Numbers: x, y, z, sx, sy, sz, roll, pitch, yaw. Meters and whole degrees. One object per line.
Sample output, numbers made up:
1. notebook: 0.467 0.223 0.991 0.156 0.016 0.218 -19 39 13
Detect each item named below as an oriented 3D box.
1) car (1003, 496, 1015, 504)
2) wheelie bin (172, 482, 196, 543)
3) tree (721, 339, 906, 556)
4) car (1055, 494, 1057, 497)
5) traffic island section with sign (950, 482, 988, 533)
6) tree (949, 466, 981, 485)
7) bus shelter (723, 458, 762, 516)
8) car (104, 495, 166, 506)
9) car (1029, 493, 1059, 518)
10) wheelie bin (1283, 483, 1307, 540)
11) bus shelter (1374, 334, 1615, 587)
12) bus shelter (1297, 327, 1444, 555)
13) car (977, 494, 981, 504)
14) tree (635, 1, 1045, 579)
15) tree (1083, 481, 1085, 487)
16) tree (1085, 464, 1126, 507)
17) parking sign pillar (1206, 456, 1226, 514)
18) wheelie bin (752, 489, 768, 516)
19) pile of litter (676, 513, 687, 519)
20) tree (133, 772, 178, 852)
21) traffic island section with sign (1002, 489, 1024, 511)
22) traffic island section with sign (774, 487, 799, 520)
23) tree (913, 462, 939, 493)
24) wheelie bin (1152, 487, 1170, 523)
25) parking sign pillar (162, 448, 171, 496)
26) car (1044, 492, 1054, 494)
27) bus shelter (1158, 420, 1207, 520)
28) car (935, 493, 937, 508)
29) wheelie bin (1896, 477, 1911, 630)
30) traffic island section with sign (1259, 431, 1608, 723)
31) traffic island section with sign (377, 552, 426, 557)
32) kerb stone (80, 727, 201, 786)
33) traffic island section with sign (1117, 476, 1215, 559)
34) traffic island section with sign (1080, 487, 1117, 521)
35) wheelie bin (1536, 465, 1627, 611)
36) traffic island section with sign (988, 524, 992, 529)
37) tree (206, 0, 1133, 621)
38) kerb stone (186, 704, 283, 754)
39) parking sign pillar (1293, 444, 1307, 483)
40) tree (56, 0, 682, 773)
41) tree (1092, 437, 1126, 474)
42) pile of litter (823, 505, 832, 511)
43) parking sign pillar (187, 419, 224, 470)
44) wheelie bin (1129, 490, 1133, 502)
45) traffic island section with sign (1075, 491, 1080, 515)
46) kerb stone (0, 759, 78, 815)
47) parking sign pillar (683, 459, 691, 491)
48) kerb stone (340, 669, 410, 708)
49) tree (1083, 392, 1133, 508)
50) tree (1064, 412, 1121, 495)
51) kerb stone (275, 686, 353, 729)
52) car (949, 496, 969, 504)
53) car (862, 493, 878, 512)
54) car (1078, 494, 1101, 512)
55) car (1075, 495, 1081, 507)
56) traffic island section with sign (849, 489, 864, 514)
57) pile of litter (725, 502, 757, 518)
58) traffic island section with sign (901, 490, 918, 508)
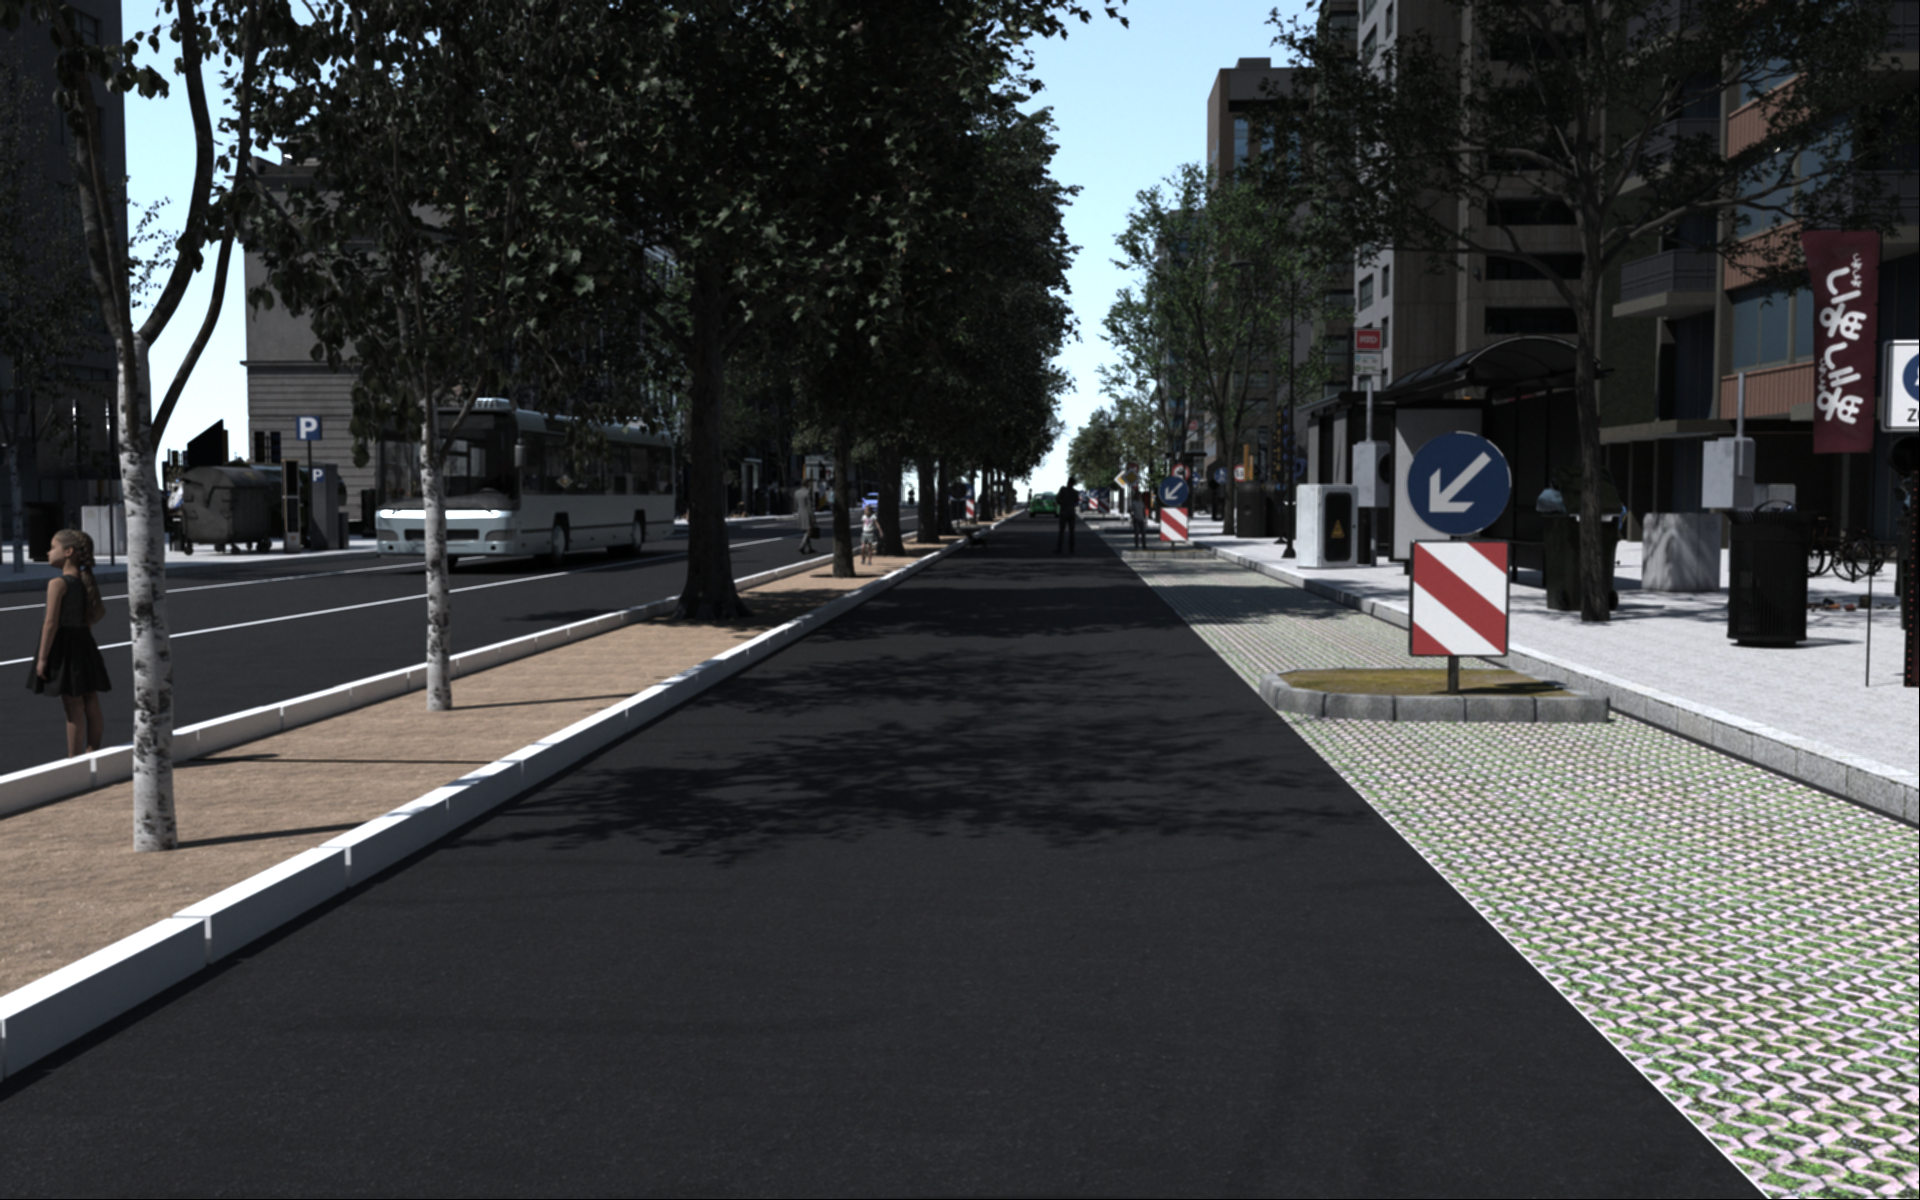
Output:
1. car: 7.217 -15.396 260.758 2.155 1.783 4.494 0 4 2
2. wheelie bin: -20.161 -2.281 45.209 0.980 1.594 0.693 2 4 23
3. tree: -1.614 -7.984 39.657 9.857 13.997 8.962 0 3 0
4. car: 6.862 -7.422 131.143 2.009 1.686 4.222 0 4 4
5. traffic island section with sign: -0.107 -3.442 64.417 2.006 1.907 1.989 0 4 3
6. tree: 0.073 -23.464 301.762 7.486 12.596 7.792 0 3 0
7. bus shelter: -13.370 -7.548 101.038 2.179 5.291 8.768 0 4 3
8. car: -34.000 -3.714 70.944 3.980 1.641 2.015 0 4 4
9. car: 5.204 -5.956 106.172 1.959 1.807 4.718 0 4 4
10. wheelie bin: 9.496 -2.489 48.603 0.693 1.594 0.980 -2 4 -29
11. bus shelter: 7.428 -1.887 24.774 2.014 3.302 5.546 0 4 3
12. bus shelter: 8.992 -3.780 39.436 2.179 5.291 8.768 0 4 3
13. car: 3.576 -15.351 260.767 2.009 1.686 4.222 0 4 5
14. tree: -2.094 -6.188 29.391 9.928 11.665 9.643 0 3 0
15. tree: 20.408 -16.941 260.697 4.285 4.588 4.351 0 3 0
16. tree: 15.861 -11.906 178.383 4.285 4.588 4.351 0 3 0
17. parking sign pillar: 16.852 -7.647 113.504 1.447 3.967 1.447 1 4 22
18. wheelie bin: -11.592 -5.687 100.885 0.980 1.594 0.693 -2 4 -31
19. pile of litter: -14.036 -4.676 90.420 1.719 0.858 1.176 0 4 -4
20. tree: -3.227 -3.280 6.455 4.360 8.622 3.978 0 3 0
21. traffic island section with sign: 4.489 -8.483 146.835 2.006 1.907 1.989 0 4 3
22. traffic island section with sign: -9.096 -5.301 95.304 1.989 1.847 2.006 0 4 3
23. tree: -3.196 -19.112 246.891 8.767 10.594 7.601 -3 5 -41
24. wheelie bin: 8.940 -4.179 76.232 0.980 1.594 0.693 0 4 -1
25. parking sign pillar: -46.449 -6.911 101.462 1.447 3.967 1.447 -2 4 -24
26. car: 13.731 -15.899 268.626 2.281 1.827 5.304 0 4 4
27. bus shelter: 11.633 -6.951 91.288 2.179 5.291 8.768 0 4 3
28. car: -2.074 -9.229 159.926 2.155 1.783 4.494 0 4 2
29. wheelie bin: 9.109 -0.502 16.116 0.693 1.594 0.980 1 4 16
30. traffic island section with sign: 3.093 -0.191 11.755 1.989 1.847 2.006 0 4 3
31. traffic island section with sign: -12.175 -1.926 40.114 1.989 1.847 2.006 0 4 3
32. kerb stone: -4.234 0.812 8.927 0.120 0.150 1.000 0 4 3
33. traffic island section with sign: 4.609 -1.837 38.667 1.989 1.847 2.006 0 4 3
34. traffic island section with sign: 7.673 -5.212 93.841 1.989 1.847 2.006 0 4 3
35. wheelie bin: 6.826 -0.688 19.153 0.980 1.594 0.693 0 4 -7
36. traffic island section with sign: 0.315 -3.895 71.812 2.006 1.907 1.989 0 4 3
37. tree: -2.904 -6.121 19.537 9.611 12.733 9.660 0 3 0
38. kerb stone: -4.187 0.749 9.954 0.120 0.150 1.000 0 4 3
39. parking sign pillar: 18.495 -6.424 93.504 1.447 3.967 1.447 -1 4 -21
40. tree: -3.430 -3.554 10.925 4.360 8.622 3.978 0 3 0
41. tree: 17.589 -15.663 206.453 4.360 8.622 3.978 0 3 0
42. pile of litter: -10.629 -7.312 133.521 1.719 0.858 1.176 0 4 0
43. parking sign pillar: -26.993 -4.508 62.171 1.447 3.967 1.447 0 4 2
44. wheelie bin: 14.379 -8.284 143.349 0.693 1.594 0.980 -2 4 -35
45. traffic island section with sign: 9.181 -6.867 120.899 1.989 1.847 2.006 0 4 3
46. kerb stone: -4.299 0.875 7.898 0.120 0.150 1.000 0 4 3
47. parking sign pillar: -19.646 -8.451 126.641 1.447 3.967 1.447 3 4 38
48. kerb stone: -4.074 0.623 12.002 0.120 0.150 1.000 0 4 3
49. tree: 14.714 -13.572 156.312 7.601 10.594 8.767 -1 4 -21
50. tree: 19.062 -19.589 238.411 7.486 12.596 7.792 0 3 0
51. kerb stone: -4.125 0.690 10.980 0.120 0.150 1.000 0 4 3
52. car: -0.020 -7.424 133.744 2.083 1.381 4.827 0 4 2
53. car: -6.617 -7.668 134.959 1.945 1.707 3.694 0 4 4
54. car: 9.857 -7.191 129.577 2.014 1.417 4.499 0 4 1
55. car: 12.626 -10.145 178.450 1.945 1.354 3.894 0 4 4
56. traffic island section with sign: -7.572 -6.967 122.532 1.989 1.847 2.006 0 4 3
57. pile of litter: -11.906 -4.893 93.957 1.719 0.858 1.176 1 4 16
58. traffic island section with sign: -4.797 -10.013 172.342 1.989 1.847 2.006 0 4 3
